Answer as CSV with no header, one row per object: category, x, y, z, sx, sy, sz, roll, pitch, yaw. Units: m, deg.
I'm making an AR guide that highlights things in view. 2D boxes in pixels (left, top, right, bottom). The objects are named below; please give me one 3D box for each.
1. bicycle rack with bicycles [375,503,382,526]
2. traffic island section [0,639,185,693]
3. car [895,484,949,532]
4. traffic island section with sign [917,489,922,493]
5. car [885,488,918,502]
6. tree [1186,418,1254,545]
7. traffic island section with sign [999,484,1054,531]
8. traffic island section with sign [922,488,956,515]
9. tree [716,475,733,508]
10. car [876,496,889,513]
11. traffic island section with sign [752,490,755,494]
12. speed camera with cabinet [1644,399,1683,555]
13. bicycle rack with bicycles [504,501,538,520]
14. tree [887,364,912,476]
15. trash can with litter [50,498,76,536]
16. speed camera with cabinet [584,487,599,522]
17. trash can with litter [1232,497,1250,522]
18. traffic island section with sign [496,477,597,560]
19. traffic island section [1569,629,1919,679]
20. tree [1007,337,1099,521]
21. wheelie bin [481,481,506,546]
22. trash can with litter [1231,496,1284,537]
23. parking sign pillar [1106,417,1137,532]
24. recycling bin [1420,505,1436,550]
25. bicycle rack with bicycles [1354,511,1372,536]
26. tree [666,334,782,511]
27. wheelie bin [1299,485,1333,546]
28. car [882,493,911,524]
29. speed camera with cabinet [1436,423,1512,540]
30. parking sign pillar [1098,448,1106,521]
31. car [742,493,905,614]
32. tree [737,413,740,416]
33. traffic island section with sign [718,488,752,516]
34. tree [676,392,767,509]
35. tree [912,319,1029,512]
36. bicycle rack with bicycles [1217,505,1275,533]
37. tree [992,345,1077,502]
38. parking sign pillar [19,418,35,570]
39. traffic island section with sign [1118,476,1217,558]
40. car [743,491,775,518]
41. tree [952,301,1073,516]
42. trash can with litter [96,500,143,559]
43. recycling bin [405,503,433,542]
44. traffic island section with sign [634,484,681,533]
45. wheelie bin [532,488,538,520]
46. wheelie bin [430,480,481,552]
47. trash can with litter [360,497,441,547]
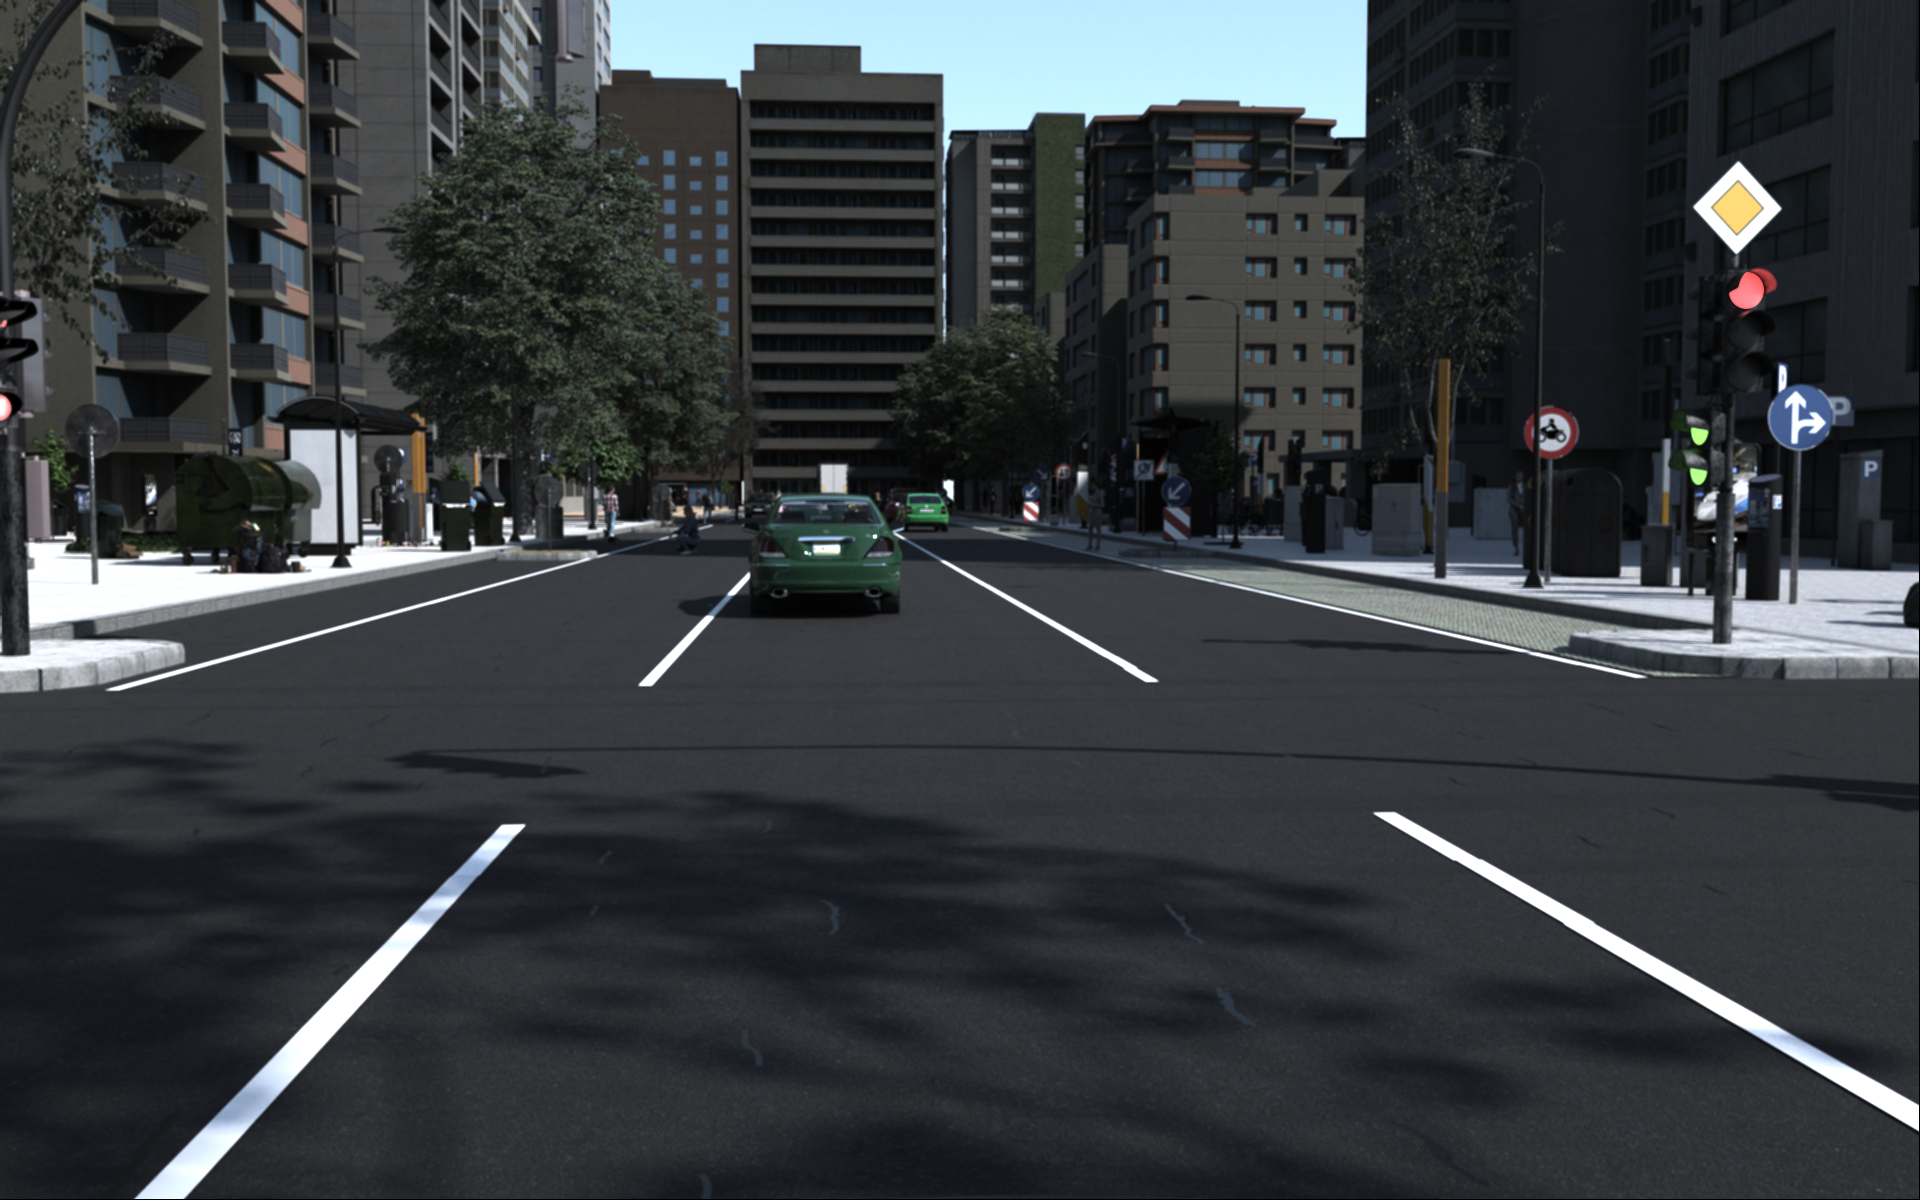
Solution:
bicycle rack with bicycles,-22.034,-3.430,69.459,2.852,0.926,2.925,-2,4,-29
traffic island section,-7.534,0.519,13.789,2.009,0.180,2.903,0,4,-4
car,-1.488,-3.564,67.072,1.959,1.807,4.718,0,4,-6
traffic island section with sign,-3.401,-8.252,143.544,1.989,1.847,2.006,0,4,-4
car,-3.497,-6.044,107.485,2.281,1.827,5.304,0,4,-5
tree,6.549,-3.016,43.918,1.663,3.219,1.824,0,3,0
traffic island section with sign,2.539,-3.560,66.838,1.989,1.847,2.006,0,4,-4
traffic island section with sign,-1.328,-6.608,116.669,1.989,1.847,2.006,0,4,-4
tree,-21.840,-10.175,160.965,1.663,3.219,1.824,0,3,0
car,-5.254,-7.130,129.151,1.945,1.354,3.894,0,4,-4
traffic island section with sign,-17.289,-8.268,143.803,1.989,1.847,2.006,0,4,-4
speed camera with cabinet,15.009,-2.608,36.971,0.660,3.252,2.038,1,4,18
bicycle rack with bicycles,-20.979,-4.346,84.441,2.852,0.926,2.925,1,4,12
tree,-0.054,-14.072,136.726,9.857,13.997,8.962,0,3,0
trash can with litter,-27.422,-2.557,53.198,1.055,1.170,0.624,-2,4,-28
speed camera with cabinet,-17.325,-5.325,81.391,0.660,3.252,2.038,-1,4,-15
trash can with litter,12.663,-4.117,78.692,1.055,1.170,0.624,3,4,39
traffic island section with sign,-9.122,-1.822,38.417,1.989,1.847,2.006,0,4,-4
traffic island section,6.565,0.453,14.874,2.009,0.180,2.903,0,4,-4
tree,4.396,-8.028,81.617,4.360,8.622,3.978,0,3,0
wheelie bin,-11.657,-2.126,42.667,0.693,1.594,0.980,1,4,15
trash can with litter,9.163,-2.540,52.587,2.233,1.210,1.678,-1,4,-16
parking sign pillar,5.860,-4.367,59.868,1.447,3.967,1.447,0,4,5
recycling bin,10.847,-1.702,40.386,0.722,1.027,0.722,-2,4,-25
bicycle rack with bicycles,13.529,-2.423,53.002,2.925,0.926,2.852,0,3,0
tree,-18.899,-13.608,132.864,12.009,13.543,11.850,0,3,0
wheelie bin,8.825,-2.139,42.875,0.693,1.594,0.980,-2,4,-30
car,-2.604,-4.439,81.625,2.155,1.783,4.494,0,4,-4
speed camera with cabinet,14.502,-3.328,48.755,2.038,3.252,0.660,0,4,0
parking sign pillar,6.275,-5.171,73.016,1.447,3.967,1.447,2,4,29
car,-1.732,-0.631,22.120,2.131,1.459,4.920,0,4,-5
tree,-16.810,-11.520,95.004,9.857,13.997,8.962,0,3,0
traffic island section with sign,-15.115,-6.551,115.741,1.989,1.847,2.006,0,4,-4
tree,-20.765,-13.147,149.369,8.767,10.594,7.601,0,4,-2
tree,1.207,-13.365,125.174,9.857,13.997,8.962,0,3,0
bicycle rack with bicycles,9.395,-2.739,58.165,2.925,0.926,2.852,-2,4,-29
tree,3.800,-8.321,86.417,4.737,8.622,4.395,0,3,0
parking sign pillar,-16.534,-2.497,29.304,1.447,3.967,1.447,-2,4,-29
traffic island section with sign,4.663,-1.882,39.399,1.989,1.847,2.006,0,4,-4
car,-12.169,-5.851,105.448,2.009,1.686,4.222,0,4,-3
tree,3.059,-11.281,102.563,7.486,12.596,7.792,0,3,0
trash can with litter,-16.684,-1.405,34.358,1.055,1.170,0.624,1,4,20
recycling bin,-14.776,-2.103,46.933,0.722,1.027,0.722,3,5,41
traffic island section with sign,-11.205,-3.466,65.292,1.989,1.847,2.006,0,4,-4
wheelie bin,-21.199,-4.845,87.117,0.980,1.594,0.693,0,4,-3
wheelie bin,-11.334,-1.886,38.738,0.980,1.594,0.693,-1,4,-21
trash can with litter,-13.418,-1.922,42.480,2.233,1.210,1.678,0,4,-3
